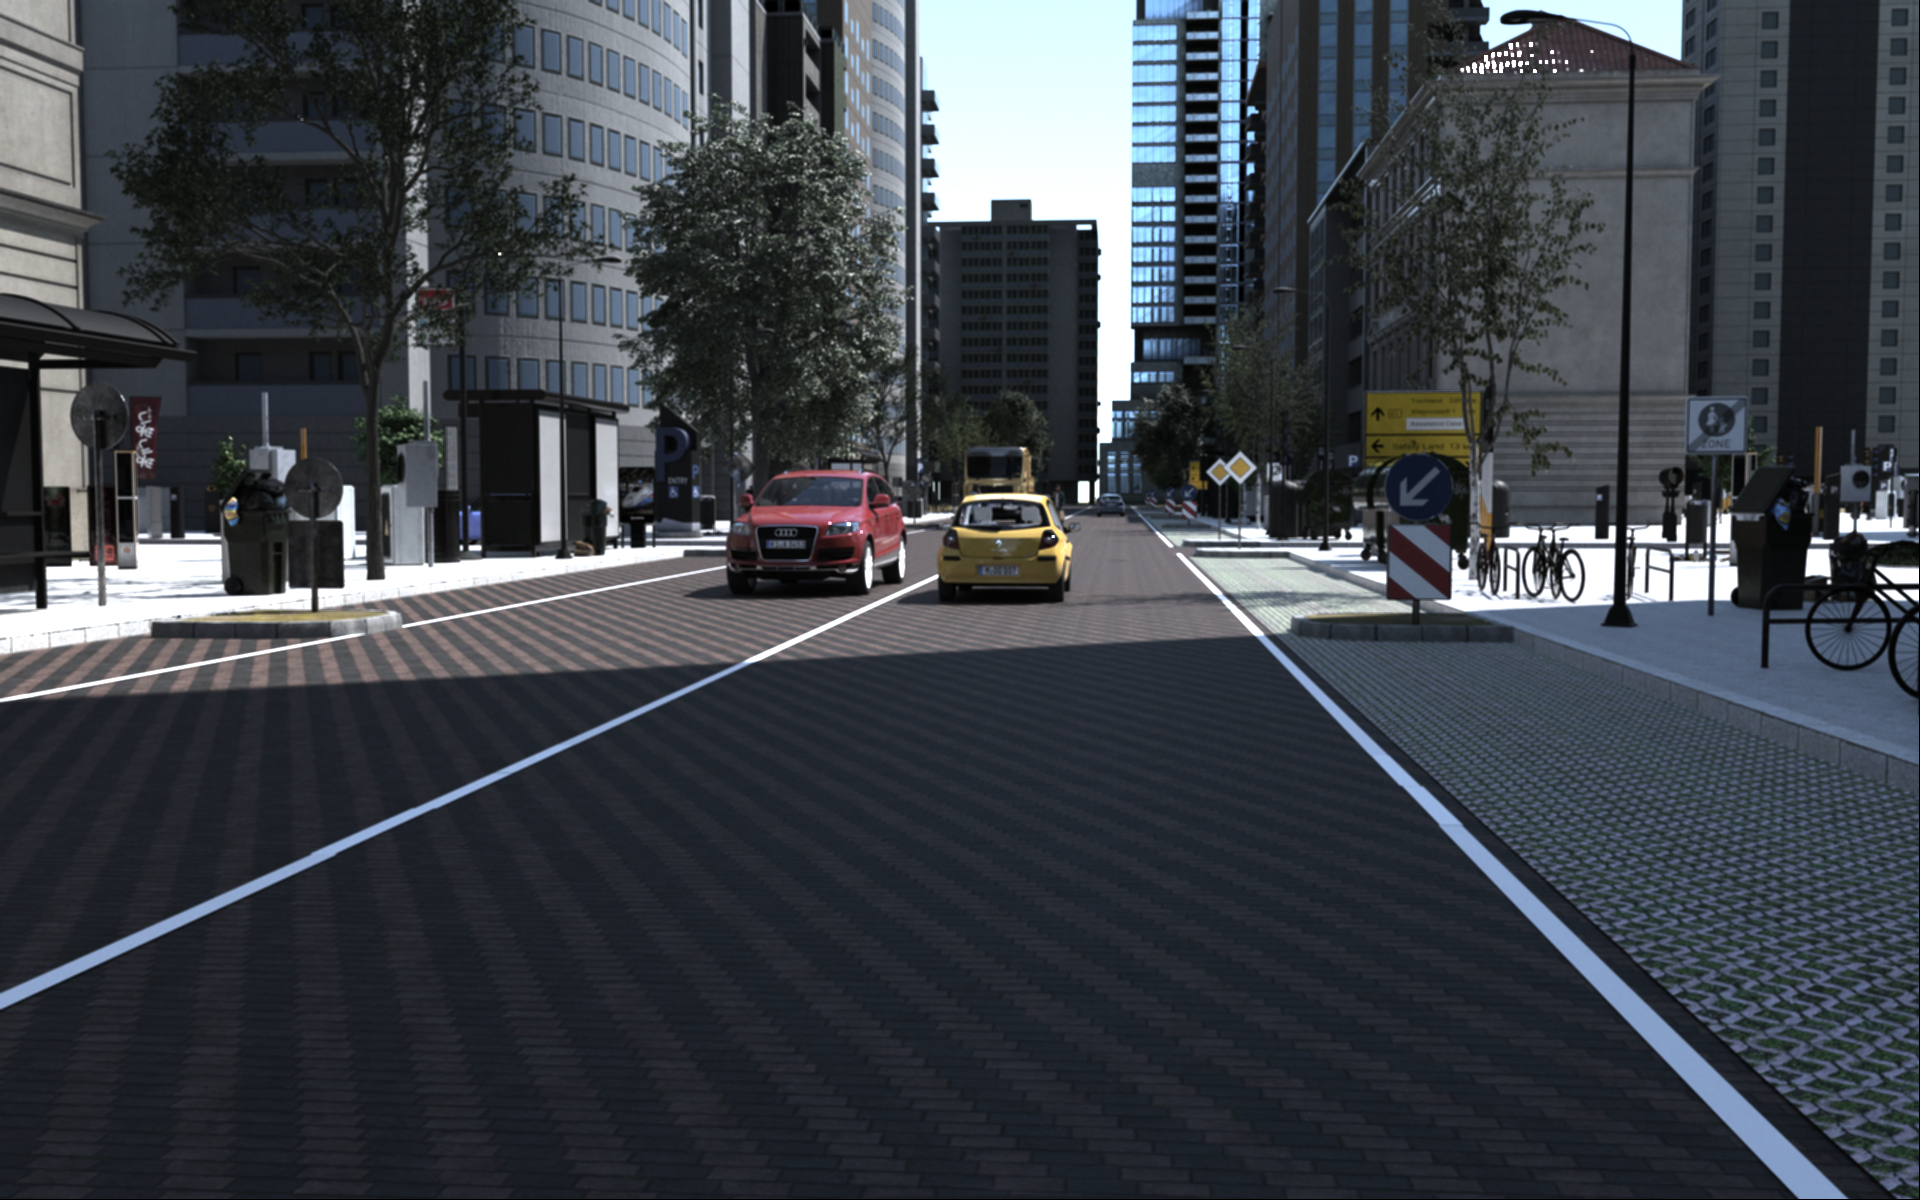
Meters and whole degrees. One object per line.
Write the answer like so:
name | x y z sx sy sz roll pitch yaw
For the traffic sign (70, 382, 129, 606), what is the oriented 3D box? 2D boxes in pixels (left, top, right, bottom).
traffic sign | -9.835 -1.204 19.788 0.768 2.556 0.104 1 4 14

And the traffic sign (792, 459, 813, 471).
traffic sign | -4.468 -2.771 48.944 0.795 2.450 0.064 0 4 5

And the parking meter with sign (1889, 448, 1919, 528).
parking meter with sign | 36.011 -4.219 65.249 1.738 3.016 0.543 1 4 12

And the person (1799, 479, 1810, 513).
person | 19.949 -2.042 42.106 0.699 1.804 1.509 -2 4 -32

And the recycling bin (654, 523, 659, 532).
recycling bin | -9.553 -2.709 56.851 0.722 1.027 0.722 2 4 27

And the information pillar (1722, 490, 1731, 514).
information pillar | 49.729 -7.398 112.316 0.504 3.616 0.183 0 4 5

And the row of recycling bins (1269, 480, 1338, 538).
row of recycling bins | 10.304 -2.734 51.806 1.069 1.692 3.534 3 5 39

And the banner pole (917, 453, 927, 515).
banner pole | -2.399 -7.107 106.208 0.863 3.779 0.401 -3 4 -38

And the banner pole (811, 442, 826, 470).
banner pole | -5.765 -4.964 71.183 0.863 3.779 0.401 -1 4 -12

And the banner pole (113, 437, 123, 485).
banner pole | -28.015 -4.141 57.722 0.401 3.779 0.863 0 4 -2

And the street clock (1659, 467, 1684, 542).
street clock | 19.138 -2.565 46.504 0.471 2.002 0.358 -1 4 -11

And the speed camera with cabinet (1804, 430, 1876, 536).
speed camera with cabinet | 26.765 -3.589 53.009 2.038 3.252 0.660 0 4 -6

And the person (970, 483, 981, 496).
person | 0.462 -2.970 57.323 0.793 1.790 0.793 3 4 39

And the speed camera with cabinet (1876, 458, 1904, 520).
speed camera with cabinet | 47.172 -5.710 87.690 2.038 3.252 0.660 -2 4 -35

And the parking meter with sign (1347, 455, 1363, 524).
parking meter with sign | 17.386 -4.881 76.059 0.543 3.016 1.738 0 4 3

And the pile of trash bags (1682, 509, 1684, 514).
pile of trash bags | 46.486 -6.308 112.884 1.912 1.369 3.447 0 4 -2

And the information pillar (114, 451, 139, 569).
information pillar | -14.223 -1.534 29.570 0.304 2.012 0.304 -1 4 -18

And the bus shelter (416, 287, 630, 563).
bus shelter | -9.197 -3.582 36.193 2.179 5.291 8.768 0 4 5

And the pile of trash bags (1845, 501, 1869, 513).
pile of trash bags | 60.341 -6.502 116.062 1.912 1.369 3.447 2 4 26

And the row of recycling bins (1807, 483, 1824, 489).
row of recycling bins | 39.497 -4.441 79.730 1.069 1.692 3.534 1 4 18

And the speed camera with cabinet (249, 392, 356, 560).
speed camera with cabinet | -12.798 -2.407 33.698 2.038 3.252 0.660 1 4 19

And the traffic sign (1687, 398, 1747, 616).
traffic sign | 7.930 -0.984 18.224 0.606 2.300 0.079 1 4 13

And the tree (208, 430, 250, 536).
tree | -22.312 -3.561 52.829 1.663 3.219 1.824 0 3 0

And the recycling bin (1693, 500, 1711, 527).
recycling bin | 29.438 -3.427 68.580 0.722 1.027 0.722 2 4 29

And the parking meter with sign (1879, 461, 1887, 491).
parking meter with sign | 48.548 -5.793 90.981 0.543 3.016 1.738 3 4 37

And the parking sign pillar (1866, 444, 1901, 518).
parking sign pillar | 50.333 -6.486 94.511 1.447 3.967 1.447 0 4 -7

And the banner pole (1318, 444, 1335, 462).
banner pole | 18.312 -5.907 86.596 0.863 3.779 0.401 1 4 14

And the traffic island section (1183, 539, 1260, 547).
traffic island section | 7.200 -1.569 47.933 2.009 0.180 2.903 0 4 5

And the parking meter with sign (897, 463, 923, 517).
parking meter with sign | -2.889 -6.202 97.667 1.738 3.016 0.543 3 5 41

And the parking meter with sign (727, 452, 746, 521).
parking meter with sign | -8.861 -4.465 69.260 0.543 3.016 1.738 -1 4 -18

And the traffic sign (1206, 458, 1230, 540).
traffic sign | 7.176 -2.704 47.858 0.795 2.450 0.064 0 4 5

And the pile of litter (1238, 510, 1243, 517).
pile of litter | 15.456 -5.125 97.763 1.176 0.858 1.719 -3 5 -40

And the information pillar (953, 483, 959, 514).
information pillar | -0.269 -6.648 113.186 0.304 2.012 0.304 3 4 38

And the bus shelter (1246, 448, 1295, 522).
bus shelter | 13.810 -5.149 78.107 2.014 3.302 5.546 0 4 5

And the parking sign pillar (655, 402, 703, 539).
parking sign pillar | -8.223 -3.785 50.364 1.447 3.967 1.447 2 4 26

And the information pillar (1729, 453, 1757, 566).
information pillar | 13.959 -1.613 30.873 0.304 2.012 0.304 -2 4 -33

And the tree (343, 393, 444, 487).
tree | -18.220 -4.429 56.132 4.285 4.588 4.351 0 3 0

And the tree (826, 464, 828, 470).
tree | -6.933 -6.168 95.442 1.663 3.219 1.824 0 3 0

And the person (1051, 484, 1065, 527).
person | 4.065 -3.840 71.262 0.794 1.824 0.713 3 5 42

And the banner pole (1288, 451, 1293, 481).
banner pole | 16.766 -6.056 89.035 0.863 3.779 0.401 3 4 37

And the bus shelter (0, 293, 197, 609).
bus shelter | -9.785 -1.397 16.771 2.014 3.302 5.546 0 4 5

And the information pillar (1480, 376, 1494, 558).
information pillar | 10.535 -2.645 34.607 0.183 3.616 0.504 0 4 -1

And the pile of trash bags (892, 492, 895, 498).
pile of trash bags | -4.205 -4.622 85.322 1.912 1.369 3.447 2 4 29

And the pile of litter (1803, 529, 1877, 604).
pile of litter | 10.522 -0.434 21.062 1.719 0.858 1.176 -3 4 -37

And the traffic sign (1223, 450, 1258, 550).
traffic sign | 6.445 -2.218 39.906 0.795 2.450 0.064 0 4 5

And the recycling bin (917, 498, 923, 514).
recycling bin | -2.790 -5.813 107.600 0.722 1.027 0.722 3 4 36

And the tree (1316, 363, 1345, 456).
tree | 19.036 -8.891 95.723 4.737 8.622 4.395 0 3 0

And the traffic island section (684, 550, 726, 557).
traffic island section | -5.222 -1.148 41.056 2.009 0.180 2.903 0 4 5

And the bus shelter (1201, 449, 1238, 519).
bus shelter | 13.967 -6.232 93.169 1.731 3.624 6.357 0 4 5

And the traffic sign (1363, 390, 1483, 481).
traffic sign | 9.075 -2.456 34.026 2.265 3.308 0.079 1 4 9

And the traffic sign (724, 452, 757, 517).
traffic sign | -5.198 -2.284 40.992 0.795 2.450 0.064 0 4 5

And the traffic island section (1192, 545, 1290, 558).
traffic island section | 6.469 -1.083 39.981 2.009 0.180 2.903 0 4 5

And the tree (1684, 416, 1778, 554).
tree | 16.778 -2.610 37.275 1.663 3.219 1.824 0 3 0

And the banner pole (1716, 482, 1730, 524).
banner pole | 32.592 -5.167 74.491 0.863 3.779 0.401 -2 4 -24

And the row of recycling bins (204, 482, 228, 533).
row of recycling bins | -23.502 -3.032 56.686 3.534 1.692 1.069 3 4 36

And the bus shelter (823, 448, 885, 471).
bus shelter | -4.706 -5.090 77.144 2.014 3.302 5.546 0 4 5

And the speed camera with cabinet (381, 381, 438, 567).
speed camera with cabinet | -9.834 -2.233 30.854 0.660 3.252 2.038 -2 4 -30

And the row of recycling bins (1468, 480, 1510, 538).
row of recycling bins | 15.493 -2.760 52.238 1.069 1.692 3.534 -1 4 -8
